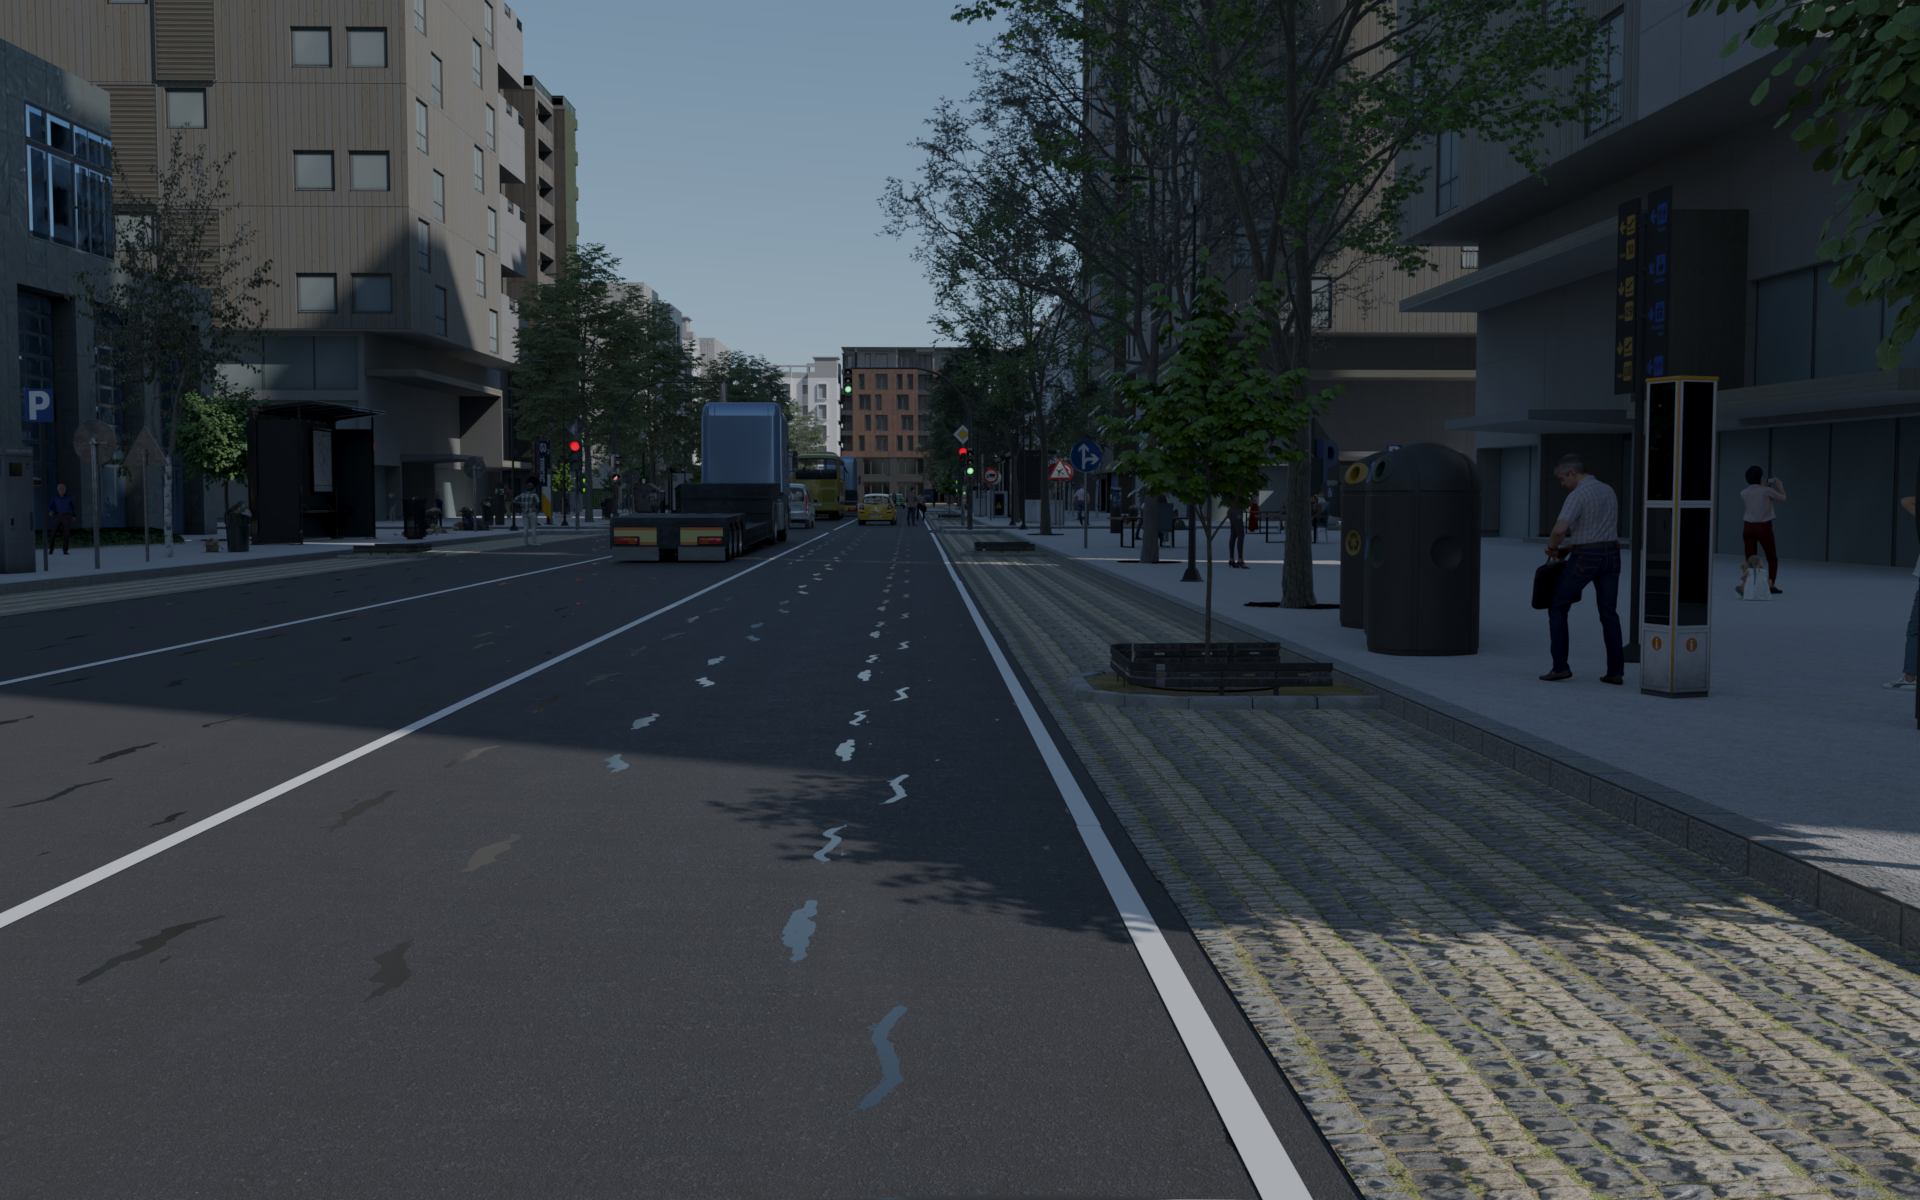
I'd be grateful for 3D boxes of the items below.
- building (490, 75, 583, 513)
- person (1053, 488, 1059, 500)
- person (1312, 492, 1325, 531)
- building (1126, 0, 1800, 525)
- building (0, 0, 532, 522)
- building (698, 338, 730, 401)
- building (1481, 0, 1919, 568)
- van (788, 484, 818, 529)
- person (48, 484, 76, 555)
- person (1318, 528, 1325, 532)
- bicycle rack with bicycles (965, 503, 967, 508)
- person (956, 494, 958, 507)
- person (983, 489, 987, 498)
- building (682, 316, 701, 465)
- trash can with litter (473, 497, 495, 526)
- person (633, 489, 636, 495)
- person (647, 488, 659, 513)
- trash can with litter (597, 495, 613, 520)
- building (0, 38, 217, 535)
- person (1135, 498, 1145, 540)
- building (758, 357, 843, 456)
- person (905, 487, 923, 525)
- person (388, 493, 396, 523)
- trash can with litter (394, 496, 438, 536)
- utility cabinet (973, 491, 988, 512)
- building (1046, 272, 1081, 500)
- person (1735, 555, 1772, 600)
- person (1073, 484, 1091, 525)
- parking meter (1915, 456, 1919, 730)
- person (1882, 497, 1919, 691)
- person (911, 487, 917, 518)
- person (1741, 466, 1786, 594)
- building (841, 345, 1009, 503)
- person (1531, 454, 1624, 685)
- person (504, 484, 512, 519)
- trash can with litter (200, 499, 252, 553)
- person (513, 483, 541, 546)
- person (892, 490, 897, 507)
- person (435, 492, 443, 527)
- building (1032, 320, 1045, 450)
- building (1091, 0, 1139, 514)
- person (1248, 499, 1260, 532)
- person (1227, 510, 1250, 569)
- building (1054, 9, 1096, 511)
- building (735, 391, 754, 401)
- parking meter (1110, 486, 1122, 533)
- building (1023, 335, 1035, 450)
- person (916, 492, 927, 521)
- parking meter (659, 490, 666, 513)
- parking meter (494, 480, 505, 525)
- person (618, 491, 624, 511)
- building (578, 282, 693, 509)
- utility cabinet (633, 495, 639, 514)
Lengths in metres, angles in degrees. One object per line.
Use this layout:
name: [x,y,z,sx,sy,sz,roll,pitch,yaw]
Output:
building: [-34.668,-21.295,119.881,14.160,30.474,14.107,0,4,-2]
person: [7.194,-7.364,127.149,0.576,1.737,0.504,-3,5,-43]
person: [12.412,-3.052,59.855,0.340,1.345,0.435,3,5,41]
building: [23.430,-30.715,91.432,27.495,52.752,28.713,0,4,-2]
building: [-38.325,-30.566,88.993,28.713,52.752,27.495,0,4,-2]
building: [-43.672,-20.640,203.916,31.486,18.905,16.747,0,4,-2]
building: [26.653,-27.443,37.932,28.713,52.752,27.495,0,4,-2]
van: [-7.026,-4.032,72.934,2.013,2.044,4.112,0,4,-2]
person: [-19.041,-1.702,36.560,0.574,1.496,0.600,0,4,-4]
person: [12.220,-2.577,58.649,0.381,0.543,0.357,-1,4,-12]
bicycle rack with bicycles: [1.591,-6.653,122.155,2.925,0.926,2.852,-1,4,-20]
person: [-0.364,-10.098,171.866,0.721,1.735,1.217,0,4,4]
person: [1.504,-5.744,102.017,0.319,1.574,0.516,-3,4,-37]
building: [-35.305,-19.915,182.024,16.016,20.091,11.380,0,4,-2]
trash can with litter: [-19.390,-3.599,70.233,1.055,1.170,0.624,1,4,16]
person: [-22.805,-7.074,122.150,0.568,1.767,0.683,2,4,23]
person: [-14.781,-4.551,83.631,0.376,1.734,0.841,-3,4,-36]
trash can with litter: [-16.968,-4.602,86.296,2.233,1.210,1.678,-1,4,-15]
building: [-38.861,-44.548,41.028,31.000,86.520,22.319,0,4,-2]
person: [5.153,-2.516,48.096,0.530,1.710,0.541,-1,4,-10]
building: [-22.463,-23.732,244.429,11.380,20.091,16.016,0,4,-2]
person: [-2.097,-4.286,79.106,0.617,1.759,0.750,3,4,38]
person: [-25.172,-4.082,76.688,0.340,1.345,0.435,-1,4,-13]
trash can with litter: [-17.018,-2.601,53.582,1.678,1.210,2.233,0,4,6]
utility cabinet: [1.431,-6.766,119.309,1.173,1.500,0.318,-3,5,-40]
building: [16.241,-18.146,153.107,16.016,20.091,11.380,0,4,-2]
person: [9.624,-0.271,20.953,0.381,0.543,0.357,0,4,3]
person: [5.048,-3.923,71.130,0.756,1.711,0.436,3,5,40]
parking meter: [5.394,-0.222,9.337,0.255,1.863,0.399,-3,5,-41]
person: [6.332,-0.083,11.302,0.435,1.345,0.340,-1,4,-15]
person: [-2.634,-5.735,102.131,0.599,1.838,0.709,0,4,-6]
person: [10.352,-0.909,22.362,0.566,1.644,0.517,0,4,-4]
building: [-0.449,-24.900,251.095,32.646,21.610,27.936,0,4,-2]
person: [4.203,-0.215,11.765,0.614,1.554,0.590,-2,4,-35]
person: [-22.894,-4.981,87.610,0.434,1.807,0.598,2,4,35]
trash can with litter: [-16.176,-1.638,38.164,1.055,1.170,0.624,-1,4,-23]
person: [-11.905,-2.365,47.886,0.841,1.734,0.376,2,4,25]
person: [-5.612,-8.628,150.098,0.617,1.759,0.750,-2,4,-32]
person: [-20.189,-3.411,66.817,0.613,1.512,0.480,0,4,-8]
building: [15.498,-18.874,165.005,16.016,20.091,11.380,0,4,-2]
building: [16.547,-28.564,117.130,14.600,45.320,14.200,0,4,-2]
person: [9.899,-3.049,58.362,0.387,1.526,0.523,1,4,15]
person: [4.846,-1.368,29.880,0.415,1.643,0.593,-3,5,-40]
building: [18.431,-42.540,133.773,20.563,71.187,20.611,0,4,-2]
building: [-44.494,-23.086,243.909,31.486,18.905,16.747,0,4,-2]
parking meter: [5.093,-2.945,56.555,0.372,1.533,0.369,0,3,0]
building: [15.574,-20.309,198.504,16.747,18.905,31.486,0,4,-2]
person: [-2.057,-5.043,93.165,0.614,1.554,0.590,-3,4,-36]
parking meter: [-19.287,-6.353,112.283,0.372,1.533,0.369,0,3,0]
parking meter: [-18.976,-4.017,71.383,0.399,1.863,0.255,3,5,42]
person: [-25.999,-7.718,132.366,0.598,1.807,0.434,-2,4,-25]
building: [-35.161,-17.973,160.308,16.747,18.905,31.486,0,4,-2]
utility cabinet: [-17.734,-5.239,96.824,1.020,1.237,0.306,1,4,10]
